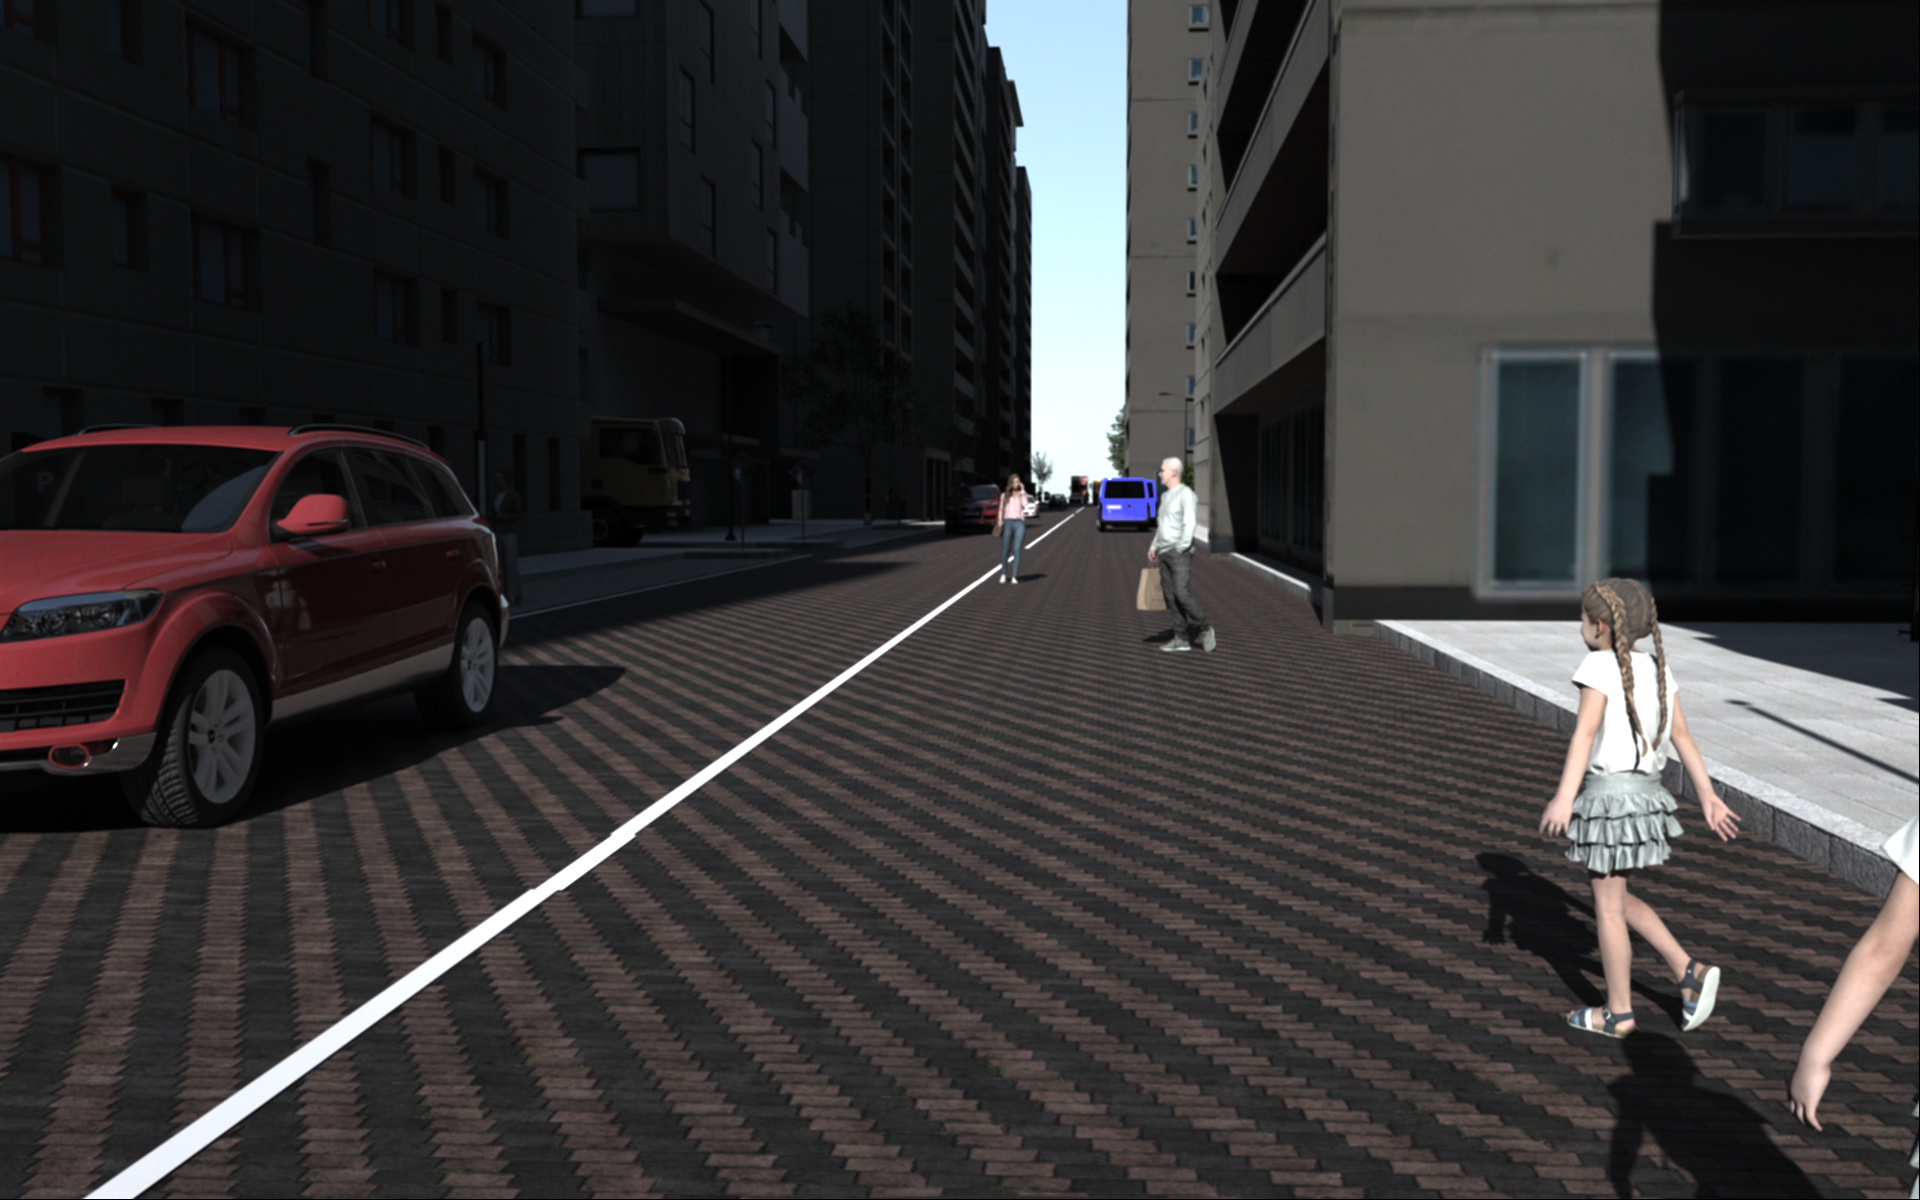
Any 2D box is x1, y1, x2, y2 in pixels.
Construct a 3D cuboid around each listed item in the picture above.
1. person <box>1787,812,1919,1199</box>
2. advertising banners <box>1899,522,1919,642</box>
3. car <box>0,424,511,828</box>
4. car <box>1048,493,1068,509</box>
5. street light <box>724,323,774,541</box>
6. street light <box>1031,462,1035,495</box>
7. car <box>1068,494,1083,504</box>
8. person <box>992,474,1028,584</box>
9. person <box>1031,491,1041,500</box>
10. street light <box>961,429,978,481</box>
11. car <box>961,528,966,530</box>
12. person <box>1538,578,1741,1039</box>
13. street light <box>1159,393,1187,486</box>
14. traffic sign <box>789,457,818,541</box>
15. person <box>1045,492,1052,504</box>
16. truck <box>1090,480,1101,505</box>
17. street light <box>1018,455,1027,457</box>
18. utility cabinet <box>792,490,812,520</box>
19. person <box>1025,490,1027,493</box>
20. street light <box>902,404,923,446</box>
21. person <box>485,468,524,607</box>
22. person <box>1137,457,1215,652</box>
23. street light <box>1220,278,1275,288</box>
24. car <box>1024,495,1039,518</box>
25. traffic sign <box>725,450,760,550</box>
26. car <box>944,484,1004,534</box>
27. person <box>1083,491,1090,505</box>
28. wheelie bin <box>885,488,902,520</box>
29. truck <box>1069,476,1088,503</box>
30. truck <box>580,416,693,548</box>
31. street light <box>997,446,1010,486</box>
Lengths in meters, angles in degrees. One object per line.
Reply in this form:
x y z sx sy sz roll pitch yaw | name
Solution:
1.362 0.689 2.256 0.505 1.210 0.382 1 4 22 | person
9.123 -1.124 14.564 2.074 3.025 0.090 2 4 26 | advertising banners
-4.055 -0.031 9.176 2.281 1.827 5.304 0 4 4 | car
9.742 -9.932 172.182 2.009 1.686 4.222 0 4 5 | car
-5.753 -4.573 47.307 1.470 5.913 1.316 0 4 5 | street light
10.765 -16.865 248.275 1.470 5.913 1.316 0 4 5 | street light
15.982 -14.098 239.536 2.155 1.783 4.494 0 4 5 | car
0.816 -1.143 27.779 0.593 1.750 0.643 0 4 8 | person
8.512 -11.484 196.405 1.348 1.807 0.705 -2 4 -23 | person
0.624 -9.275 124.193 1.470 5.913 1.316 0 4 5 | street light
0.958 -3.725 71.131 2.015 1.641 3.980 0 4 3 | car
1.744 0.550 4.515 0.505 1.210 0.382 -3 4 -36 | person
9.809 -6.536 79.408 1.470 5.913 1.316 0 4 5 | street light
-4.283 -2.670 47.302 0.795 2.450 0.064 0 4 5 | traffic sign
13.056 -14.915 253.176 1.217 1.723 0.721 1 4 23 | person
19.199 -14.548 233.782 3.469 3.379 9.791 0 4 5 | truck
7.316 -14.318 206.637 1.470 5.913 1.316 0 4 5 | street light
-7.876 -4.745 86.266 1.173 1.500 0.318 3 5 43 | utility cabinet
6.710 -10.268 176.343 1.348 1.831 0.705 -3 4 -38 | person
-2.406 -7.138 89.252 1.470 5.913 1.316 0 4 5 | street light
-5.822 -0.794 22.024 0.519 1.759 0.362 2 4 25 | person
1.980 -0.424 15.924 0.515 1.767 0.782 -1 4 -22 | person
6.291 -3.963 37.334 1.470 5.913 1.316 0 4 5 | street light
3.757 -5.606 104.015 2.083 1.381 4.827 0 4 5 | car
-4.937 -2.184 39.343 0.795 2.450 0.064 0 4 5 | traffic sign
0.619 -3.380 63.939 2.281 1.827 5.304 0 4 5 | car
16.474 -13.154 223.581 1.348 1.822 0.705 3 4 36 | person
-3.239 -4.767 85.841 0.693 1.594 0.980 3 4 36 | wheelie bin
18.658 -17.238 270.759 2.839 4.237 11.283 0 4 5 | truck
-10.914 -2.923 43.721 9.791 3.379 3.469 0 4 3 | truck
4.089 -11.822 165.829 1.470 5.913 1.316 0 4 5 | street light
